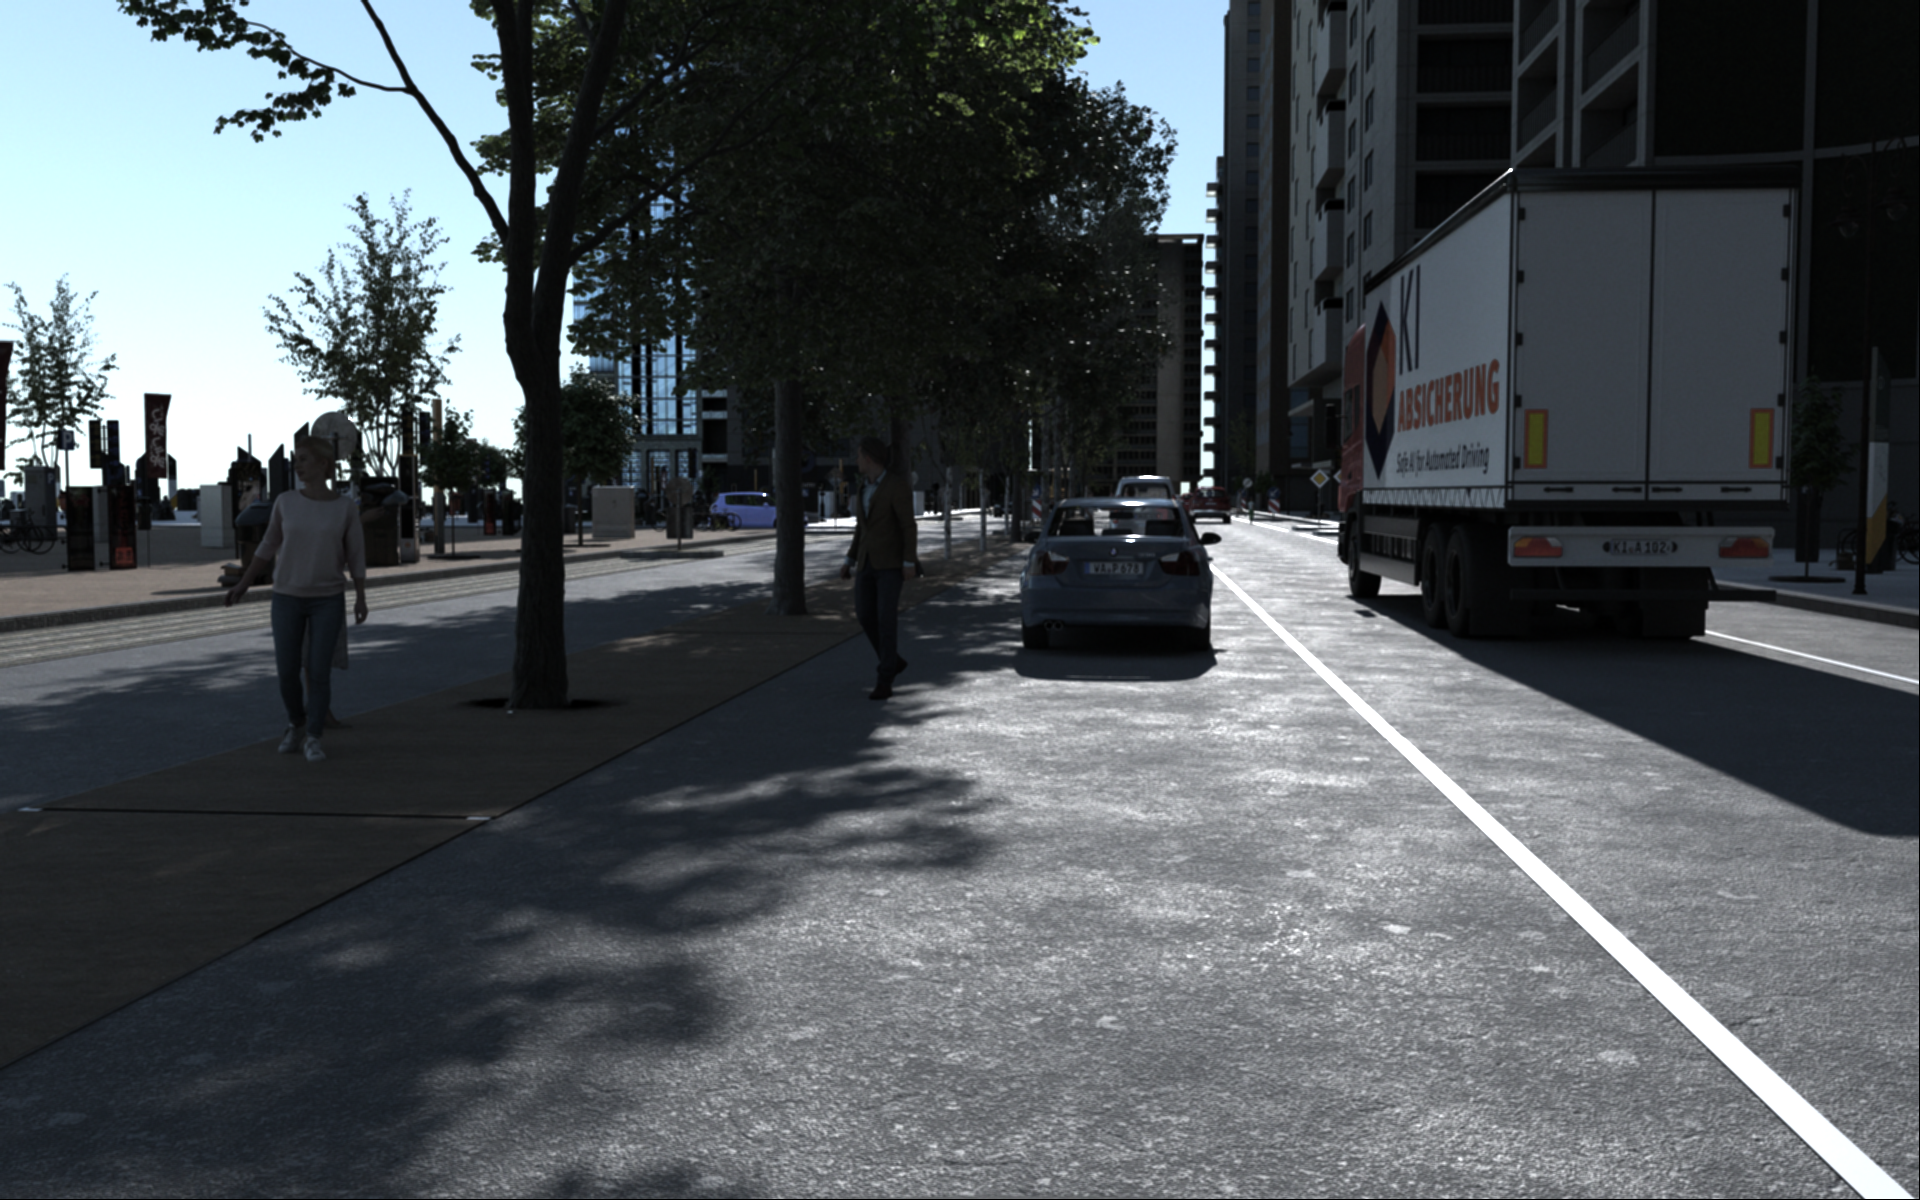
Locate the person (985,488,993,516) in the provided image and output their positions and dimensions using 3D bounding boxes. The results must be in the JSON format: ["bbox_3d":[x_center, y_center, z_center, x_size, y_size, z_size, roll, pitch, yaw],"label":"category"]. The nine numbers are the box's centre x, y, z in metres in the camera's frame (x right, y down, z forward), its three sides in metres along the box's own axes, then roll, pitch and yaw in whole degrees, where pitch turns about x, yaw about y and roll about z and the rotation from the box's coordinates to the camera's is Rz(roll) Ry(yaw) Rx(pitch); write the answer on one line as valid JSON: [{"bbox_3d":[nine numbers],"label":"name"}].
[{"bbox_3d":[1.759,-6.384,113.053,0.728,1.800,0.709,1,4,9],"label":"person"}]

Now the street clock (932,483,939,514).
[{"bbox_3d":[-1.536,-6.379,108.863,0.358,2.002,0.471,3,5,41],"label":"street clock"}]

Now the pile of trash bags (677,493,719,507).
[{"bbox_3d":[-20.210,-7.553,133.246,3.447,1.369,1.912,0,4,2],"label":"pile of trash bags"}]

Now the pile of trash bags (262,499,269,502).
[{"bbox_3d":[-55.395,-7.709,135.799,1.912,1.369,3.447,0,4,-1],"label":"pile of trash bags"}]

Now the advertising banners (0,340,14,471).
[{"bbox_3d":[-11.627,-1.409,19.229,2.074,3.025,0.090,-2,4,-33],"label":"advertising banners"}]

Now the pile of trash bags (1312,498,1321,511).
[{"bbox_3d":[27.000,-7.076,125.447,1.912,1.369,3.447,-1,4,-21],"label":"pile of trash bags"}]

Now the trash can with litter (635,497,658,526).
[{"bbox_3d":[-12.814,-3.613,70.464,1.055,1.170,0.624,1,4,10],"label":"trash can with litter"}]

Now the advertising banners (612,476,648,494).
[{"bbox_3d":[-19.102,-6.319,99.506,2.074,3.025,0.090,-2,4,-27],"label":"advertising banners"}]

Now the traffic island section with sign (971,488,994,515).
[{"bbox_3d":[1.821,-6.904,121.503,1.989,1.847,2.006,0,4,6],"label":"traffic island section with sign"}]

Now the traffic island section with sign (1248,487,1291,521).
[{"bbox_3d":[16.595,-5.131,92.523,1.989,1.847,2.006,0,4,6],"label":"traffic island section with sign"}]

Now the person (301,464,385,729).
[{"bbox_3d":[-3.816,-0.093,10.584,0.524,1.755,0.480,-2,4,-32],"label":"person"}]

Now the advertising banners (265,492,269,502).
[{"bbox_3d":[-48.665,-7.630,120.932,2.074,3.025,0.090,2,4,25],"label":"advertising banners"}]

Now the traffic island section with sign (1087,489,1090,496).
[{"bbox_3d":[10.449,-8.284,143.586,2.006,1.907,1.989,0,4,6],"label":"traffic island section with sign"}]

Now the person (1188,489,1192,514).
[{"bbox_3d":[16.022,-6.875,121.077,0.590,1.801,0.661,2,4,30],"label":"person"}]

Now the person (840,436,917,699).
[{"bbox_3d":[-0.582,-0.245,12.413,0.656,1.842,0.836,1,4,15],"label":"person"}]

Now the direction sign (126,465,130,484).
[{"bbox_3d":[-65.800,-8.845,136.618,0.379,3.537,0.876,1,4,18],"label":"direction sign"}]

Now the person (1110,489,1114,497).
[{"bbox_3d":[12.044,-7.922,138.030,0.388,1.821,0.555,0,4,2],"label":"person"}]

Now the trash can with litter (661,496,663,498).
[{"bbox_3d":[-19.542,-6.183,112.143,2.233,1.210,1.678,0,4,5],"label":"trash can with litter"}]

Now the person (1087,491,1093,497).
[{"bbox_3d":[3.630,-2.292,48.566,0.523,1.515,0.503,-1,4,-13],"label":"person"}]

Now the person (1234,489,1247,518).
[{"bbox_3d":[17.039,-5.869,105.210,0.760,1.731,0.466,-1,4,-10],"label":"person"}]

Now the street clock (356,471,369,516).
[{"bbox_3d":[-19.072,-3.102,55.287,0.471,2.002,0.358,2,4,30],"label":"street clock"}]

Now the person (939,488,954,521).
[{"bbox_3d":[-0.748,-5.127,92.608,0.850,1.792,0.678,1,4,14],"label":"person"}]

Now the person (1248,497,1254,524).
[{"bbox_3d":[14.101,-4.351,83.886,0.306,1.304,0.590,1,4,17],"label":"person"}]

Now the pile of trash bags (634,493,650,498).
[{"bbox_3d":[-24.464,-7.618,134.307,1.912,1.369,3.447,-1,4,-22],"label":"pile of trash bags"}]

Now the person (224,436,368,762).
[{"bbox_3d":[-3.589,-0.012,9.372,0.731,1.740,0.598,-1,4,-18],"label":"person"}]

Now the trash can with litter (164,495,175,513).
[{"bbox_3d":[-52.984,-6.404,115.755,1.678,1.210,2.233,-2,4,-27],"label":"trash can with litter"}]

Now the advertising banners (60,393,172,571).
[{"bbox_3d":[-14.324,-2.038,29.502,0.090,3.025,2.074,2,4,31],"label":"advertising banners"}]

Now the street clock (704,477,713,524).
[{"bbox_3d":[-10.906,-4.310,75.034,0.358,2.002,0.471,1,4,15],"label":"street clock"}]

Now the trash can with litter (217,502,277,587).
[{"bbox_3d":[-9.940,-0.792,24.342,0.624,1.170,1.055,0,4,7],"label":"trash can with litter"}]

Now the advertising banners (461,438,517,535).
[{"bbox_3d":[-14.664,-3.538,54.031,2.074,3.025,0.090,2,4,29],"label":"advertising banners"}]

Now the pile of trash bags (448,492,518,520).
[{"bbox_3d":[-23.726,-4.682,86.300,3.447,1.369,1.912,-2,4,-32],"label":"pile of trash bags"}]

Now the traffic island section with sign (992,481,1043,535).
[{"bbox_3d":[2.224,-3.261,61.450,2.006,1.907,1.989,0,4,6],"label":"traffic island section with sign"}]

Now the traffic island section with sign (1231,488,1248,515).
[{"bbox_3d":[19.380,-6.832,120.333,1.989,1.847,2.006,0,4,6],"label":"traffic island section with sign"}]

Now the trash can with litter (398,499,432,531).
[{"bbox_3d":[-19.131,-3.021,60.452,1.678,1.210,2.233,-1,4,-9],"label":"trash can with litter"}]

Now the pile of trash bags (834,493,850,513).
[{"bbox_3d":[-8.371,-6.274,112.327,1.912,1.369,3.447,3,5,39],"label":"pile of trash bags"}]

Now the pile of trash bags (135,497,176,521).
[{"bbox_3d":[-40.213,-4.593,84.848,3.447,1.369,1.912,1,4,12],"label":"pile of trash bags"}]

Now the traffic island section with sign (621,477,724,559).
[{"bbox_3d":[-6.421,-1.862,39.077,1.989,1.847,2.006,0,4,6],"label":"traffic island section with sign"}]

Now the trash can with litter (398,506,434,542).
[{"bbox_3d":[-14.422,-2.119,46.036,0.624,1.170,1.055,3,5,40],"label":"trash can with litter"}]

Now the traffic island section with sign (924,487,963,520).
[{"bbox_3d":[-0.853,-5.262,94.661,1.989,1.847,2.006,0,4,6],"label":"traffic island section with sign"}]

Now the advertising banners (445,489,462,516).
[{"bbox_3d":[-30.193,-6.530,102.960,0.090,3.025,2.074,2,4,31],"label":"advertising banners"}]

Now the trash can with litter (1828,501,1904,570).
[{"bbox_3d":[15.214,-1.082,29.084,1.055,1.170,0.624,1,4,19],"label":"trash can with litter"}]

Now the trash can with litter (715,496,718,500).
[{"bbox_3d":[-18.499,-7.327,131.178,0.624,1.170,1.055,3,4,37],"label":"trash can with litter"}]

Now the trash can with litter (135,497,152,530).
[{"bbox_3d":[-29.423,-3.108,62.204,0.624,1.170,1.055,-3,4,-39],"label":"trash can with litter"}]

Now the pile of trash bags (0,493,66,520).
[{"bbox_3d":[-46.426,-4.713,86.804,3.447,1.369,1.912,-1,4,-20],"label":"pile of trash bags"}]

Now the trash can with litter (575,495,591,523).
[{"bbox_3d":[-17.538,-3.995,76.381,2.233,1.210,1.678,-2,4,-35],"label":"trash can with litter"}]

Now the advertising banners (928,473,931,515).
[{"bbox_3d":[-1.874,-6.722,106.092,0.090,3.025,2.074,0,4,2],"label":"advertising banners"}]

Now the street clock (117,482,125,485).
[{"bbox_3d":[-50.648,-6.116,104.570,0.471,2.002,0.358,-1,4,-21],"label":"street clock"}]

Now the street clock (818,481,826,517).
[{"bbox_3d":[-7.598,-5.568,95.611,0.358,2.002,0.471,-2,4,-35],"label":"street clock"}]

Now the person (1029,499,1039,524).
[{"bbox_3d":[3.537,-4.529,82.800,0.529,1.795,0.600,3,4,38],"label":"person"}]

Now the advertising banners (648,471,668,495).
[{"bbox_3d":[-23.294,-8.318,132.191,2.074,3.025,0.090,1,4,9],"label":"advertising banners"}]

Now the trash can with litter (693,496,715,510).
[{"bbox_3d":[-14.794,-5.378,99.312,0.624,1.170,1.055,2,4,32],"label":"trash can with litter"}]
